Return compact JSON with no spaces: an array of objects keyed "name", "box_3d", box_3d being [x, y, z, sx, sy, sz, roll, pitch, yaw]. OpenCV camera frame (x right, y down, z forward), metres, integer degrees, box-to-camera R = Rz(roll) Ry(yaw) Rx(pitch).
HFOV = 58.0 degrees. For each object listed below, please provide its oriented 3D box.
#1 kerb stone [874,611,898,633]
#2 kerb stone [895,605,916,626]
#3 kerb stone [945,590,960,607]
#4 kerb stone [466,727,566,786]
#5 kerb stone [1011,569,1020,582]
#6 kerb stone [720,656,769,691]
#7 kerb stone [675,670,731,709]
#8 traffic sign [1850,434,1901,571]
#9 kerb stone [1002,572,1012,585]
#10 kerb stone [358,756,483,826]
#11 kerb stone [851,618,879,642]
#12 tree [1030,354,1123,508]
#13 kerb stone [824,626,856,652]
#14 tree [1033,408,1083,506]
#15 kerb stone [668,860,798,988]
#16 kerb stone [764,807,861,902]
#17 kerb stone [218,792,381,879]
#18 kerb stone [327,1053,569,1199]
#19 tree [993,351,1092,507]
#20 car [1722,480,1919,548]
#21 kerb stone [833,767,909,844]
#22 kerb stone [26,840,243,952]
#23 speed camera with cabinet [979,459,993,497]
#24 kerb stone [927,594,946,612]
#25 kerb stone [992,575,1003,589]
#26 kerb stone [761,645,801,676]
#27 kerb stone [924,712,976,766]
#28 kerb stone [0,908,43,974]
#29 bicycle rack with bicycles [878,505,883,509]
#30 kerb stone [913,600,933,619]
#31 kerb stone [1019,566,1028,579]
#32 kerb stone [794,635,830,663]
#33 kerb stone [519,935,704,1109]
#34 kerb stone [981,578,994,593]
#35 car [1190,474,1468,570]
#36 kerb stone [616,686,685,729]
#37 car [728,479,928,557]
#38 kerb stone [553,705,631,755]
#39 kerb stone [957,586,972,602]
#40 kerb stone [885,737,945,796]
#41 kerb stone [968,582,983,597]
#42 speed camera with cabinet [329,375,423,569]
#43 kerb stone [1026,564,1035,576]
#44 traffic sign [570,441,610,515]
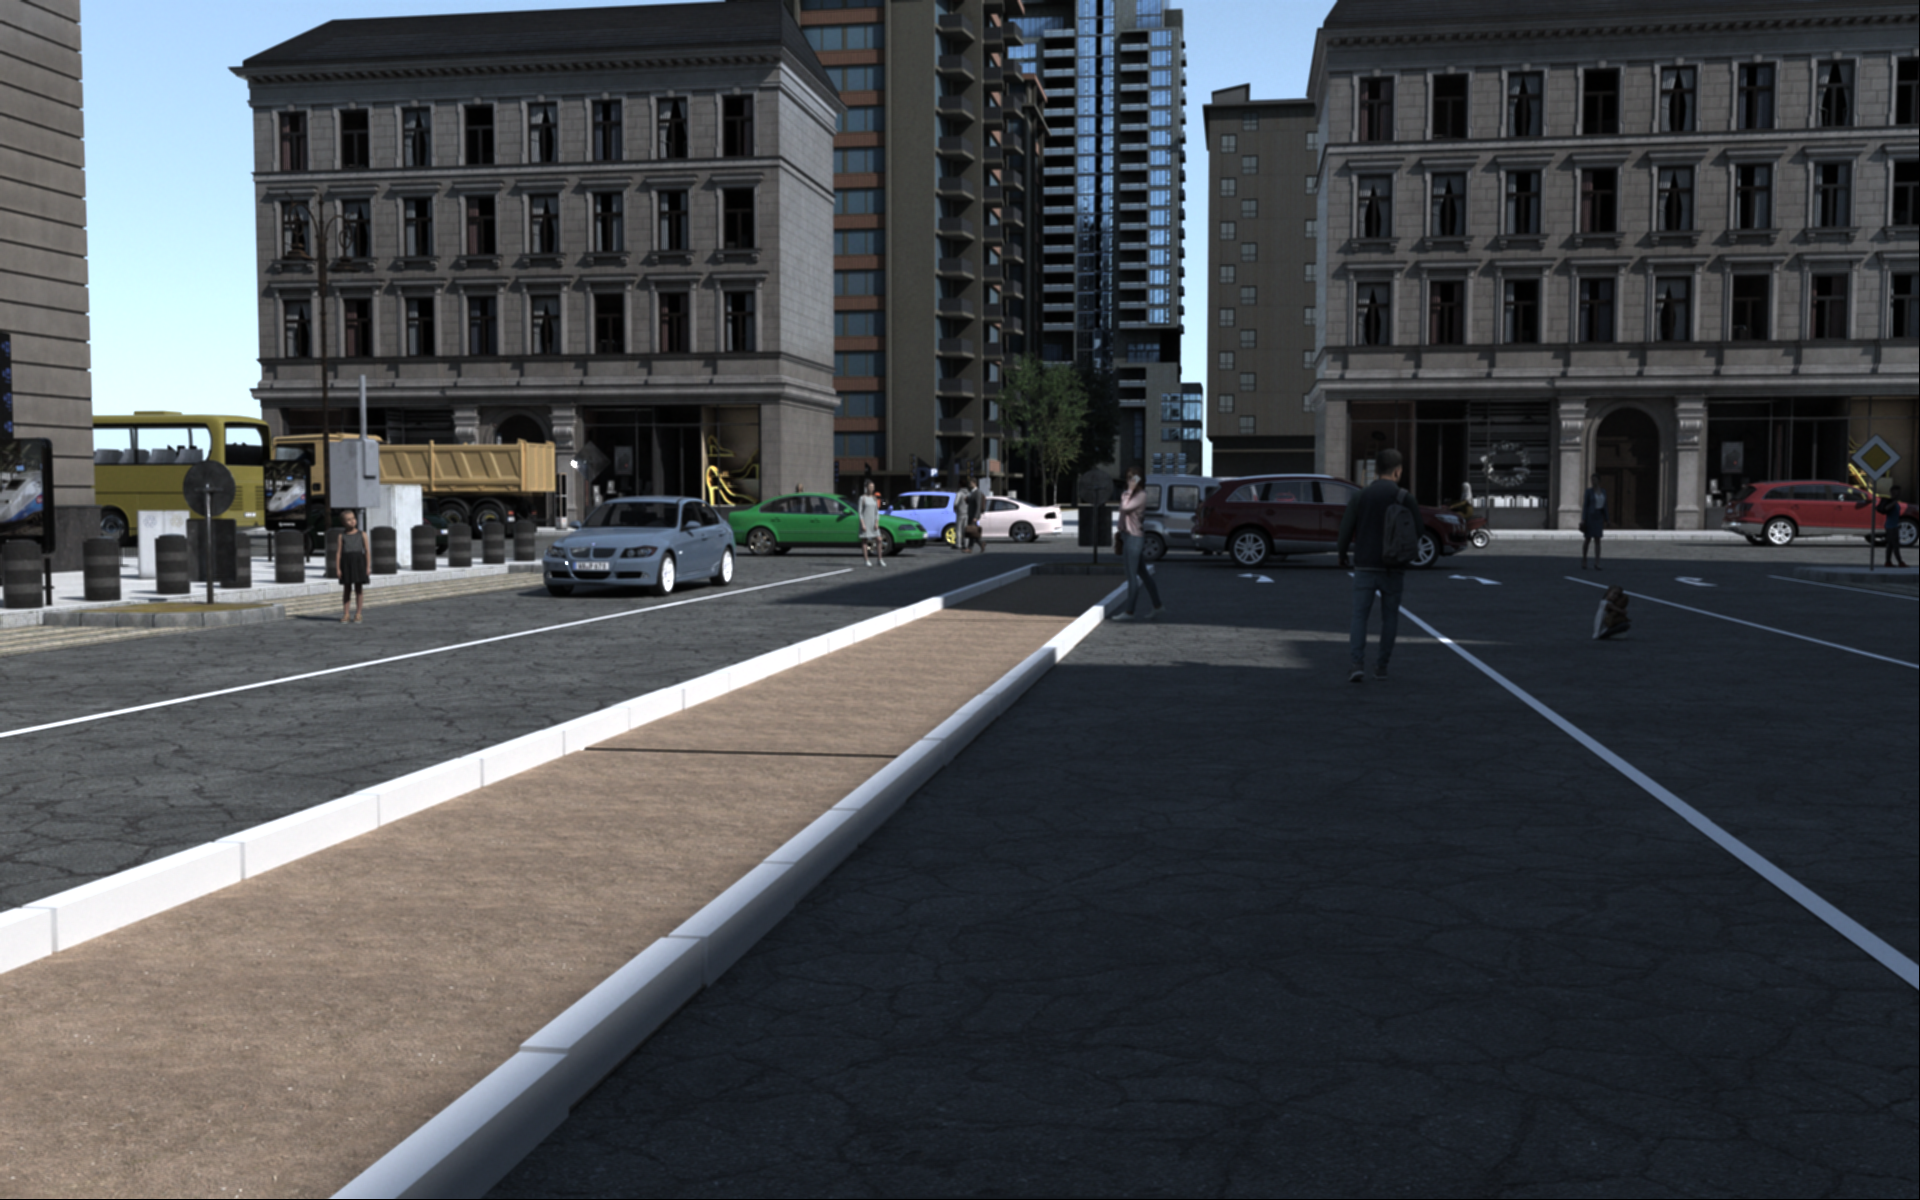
[{"name":"kerb stone","box_3d":[-0.829,0.255,18.042,0.120,0.150,1.000,1,4,9]},{"name":"kerb stone","box_3d":[-0.661,0.192,19.055,0.120,0.150,1.000,1,4,9]},{"name":"kerb stone","box_3d":[-0.172,0.005,22.108,0.120,0.150,1.000,1,4,9]},{"name":"kerb stone","box_3d":[-2.296,0.812,8.924,0.120,0.150,1.000,1,4,9]},{"name":"kerb stone","box_3d":[0.814,-0.367,28.205,0.120,0.150,1.000,1,4,9]},{"name":"kerb stone","box_3d":[-1.640,0.564,12.974,0.120,0.150,1.000,1,4,9]},{"name":"kerb stone","box_3d":[-1.800,0.628,11.961,0.120,0.150,1.000,1,4,9]},{"name":"traffic sign","box_3d":[15.260,-1.547,28.929,0.795,2.450,0.064,1,4,9]},{"name":"kerb stone","box_3d":[0.654,-0.306,27.191,0.120,0.150,1.000,1,4,9]},{"name":"kerb stone","box_3d":[-2.463,0.874,7.912,0.120,0.150,1.000,1,4,9]},{"name":"kerb stone","box_3d":[-0.987,0.316,17.026,0.120,0.150,1.000,1,4,9]},{"name":"tree","box_3d":[10.537,-15.471,159.610,9.857,13.997,8.962,0,3,0]},{"name":"kerb stone","box_3d":[-1.154,0.380,16.014,0.120,0.150,1.000,1,4,9]},{"name":"tree","box_3d":[7.609,-11.427,137.194,4.737,8.622,4.395,0,3,0]},{"name":"kerb stone","box_3d":[-0.711,1.020,5.525,0.120,0.150,1.000,1,4,9]},{"name":"kerb stone","box_3d":[-0.552,0.958,6.538,0.120,0.150,1.000,1,4,9]},{"name":"kerb stone","box_3d":[-2.619,0.936,6.897,0.120,0.150,1.000,1,4,9]},{"name":"kerb stone","box_3d":[-1.039,1.148,3.500,0.120,0.150,1.000,1,4,9]},{"name":"tree","box_3d":[5.997,-12.258,126.168,9.928,11.665,9.643,0,3,0]},{"name":"car","box_3d":[23.837,-2.380,47.585,5.304,1.827,2.281,1,4,9]},{"name":"kerb stone","box_3d":[-0.388,0.895,7.560,0.120,0.150,1.000,1,4,9]},{"name":"kerb stone","box_3d":[-2.783,0.998,5.881,0.120,0.150,1.000,1,4,9]},{"name":"speed camera with cabinet","box_3d":[1.468,-6.363,98.375,0.660,3.252,2.038,0,4,8]},{"name":"kerb stone","box_3d":[-0.340,0.067,21.094,0.120,0.150,1.000,1,4,9]},{"name":"kerb stone","box_3d":[0.481,-0.242,26.179,0.120,0.150,1.000,1,4,9]},{"name":"kerb stone","box_3d":[-1.487,0.503,13.988,0.120,0.150,1.000,1,4,9]},{"name":"kerb stone","box_3d":[-0.059,0.771,9.594,0.120,0.150,1.000,1,4,9]},{"name":"kerb stone","box_3d":[-2.947,1.060,4.869,0.120,0.150,1.000,1,4,9]},{"name":"bicycle rack with bicycles","box_3d":[-2.827,-4.326,84.110,2.925,0.926,2.852,0,4,-4]},{"name":"kerb stone","box_3d":[-0.492,0.129,20.079,0.120,0.150,1.000,1,4,9]},{"name":"kerb stone","box_3d":[0.977,-0.430,29.225,0.120,0.150,1.000,1,4,9]},{"name":"kerb stone","box_3d":[-1.320,0.441,15.000,0.120,0.150,1.000,1,4,9]},{"name":"kerb stone","box_3d":[-0.886,1.081,4.514,0.120,0.150,1.000,1,4,9]},{"name":"kerb stone","box_3d":[0.323,-0.182,25.165,0.120,0.150,1.000,1,4,9]},{"name":"car","box_3d":[7.184,-1.541,33.874,5.304,1.827,2.281,1,4,9]},{"name":"kerb stone","box_3d":[-1.972,0.688,10.950,0.120,0.150,1.000,1,4,9]},{"name":"car","box_3d":[-3.104,-1.931,40.361,4.718,1.807,1.959,1,4,9]},{"name":"kerb stone","box_3d":[-2.131,0.753,9.936,0.120,0.150,1.000,1,4,9]},{"name":"kerb stone","box_3d":[-0.008,-0.056,23.120,0.120,0.150,1.000,1,4,9]},{"name":"kerb stone","box_3d":[-0.230,0.838,8.578,0.120,0.150,1.000,1,4,9]},{"name":"kerb stone","box_3d":[0.154,-0.119,24.148,0.120,0.150,1.000,1,4,9]},{"name":"speed camera with cabinet","box_3d":[-9.959,-2.155,29.567,0.660,3.252,2.038,1,4,13]},{"name":"kerb stone","box_3d":[1.140,-0.492,30.240,0.120,0.150,1.000,1,4,9]},{"name":"traffic sign","box_3d":[-6.945,-1.766,32.518,0.795,2.450,0.064,1,4,9]}]
